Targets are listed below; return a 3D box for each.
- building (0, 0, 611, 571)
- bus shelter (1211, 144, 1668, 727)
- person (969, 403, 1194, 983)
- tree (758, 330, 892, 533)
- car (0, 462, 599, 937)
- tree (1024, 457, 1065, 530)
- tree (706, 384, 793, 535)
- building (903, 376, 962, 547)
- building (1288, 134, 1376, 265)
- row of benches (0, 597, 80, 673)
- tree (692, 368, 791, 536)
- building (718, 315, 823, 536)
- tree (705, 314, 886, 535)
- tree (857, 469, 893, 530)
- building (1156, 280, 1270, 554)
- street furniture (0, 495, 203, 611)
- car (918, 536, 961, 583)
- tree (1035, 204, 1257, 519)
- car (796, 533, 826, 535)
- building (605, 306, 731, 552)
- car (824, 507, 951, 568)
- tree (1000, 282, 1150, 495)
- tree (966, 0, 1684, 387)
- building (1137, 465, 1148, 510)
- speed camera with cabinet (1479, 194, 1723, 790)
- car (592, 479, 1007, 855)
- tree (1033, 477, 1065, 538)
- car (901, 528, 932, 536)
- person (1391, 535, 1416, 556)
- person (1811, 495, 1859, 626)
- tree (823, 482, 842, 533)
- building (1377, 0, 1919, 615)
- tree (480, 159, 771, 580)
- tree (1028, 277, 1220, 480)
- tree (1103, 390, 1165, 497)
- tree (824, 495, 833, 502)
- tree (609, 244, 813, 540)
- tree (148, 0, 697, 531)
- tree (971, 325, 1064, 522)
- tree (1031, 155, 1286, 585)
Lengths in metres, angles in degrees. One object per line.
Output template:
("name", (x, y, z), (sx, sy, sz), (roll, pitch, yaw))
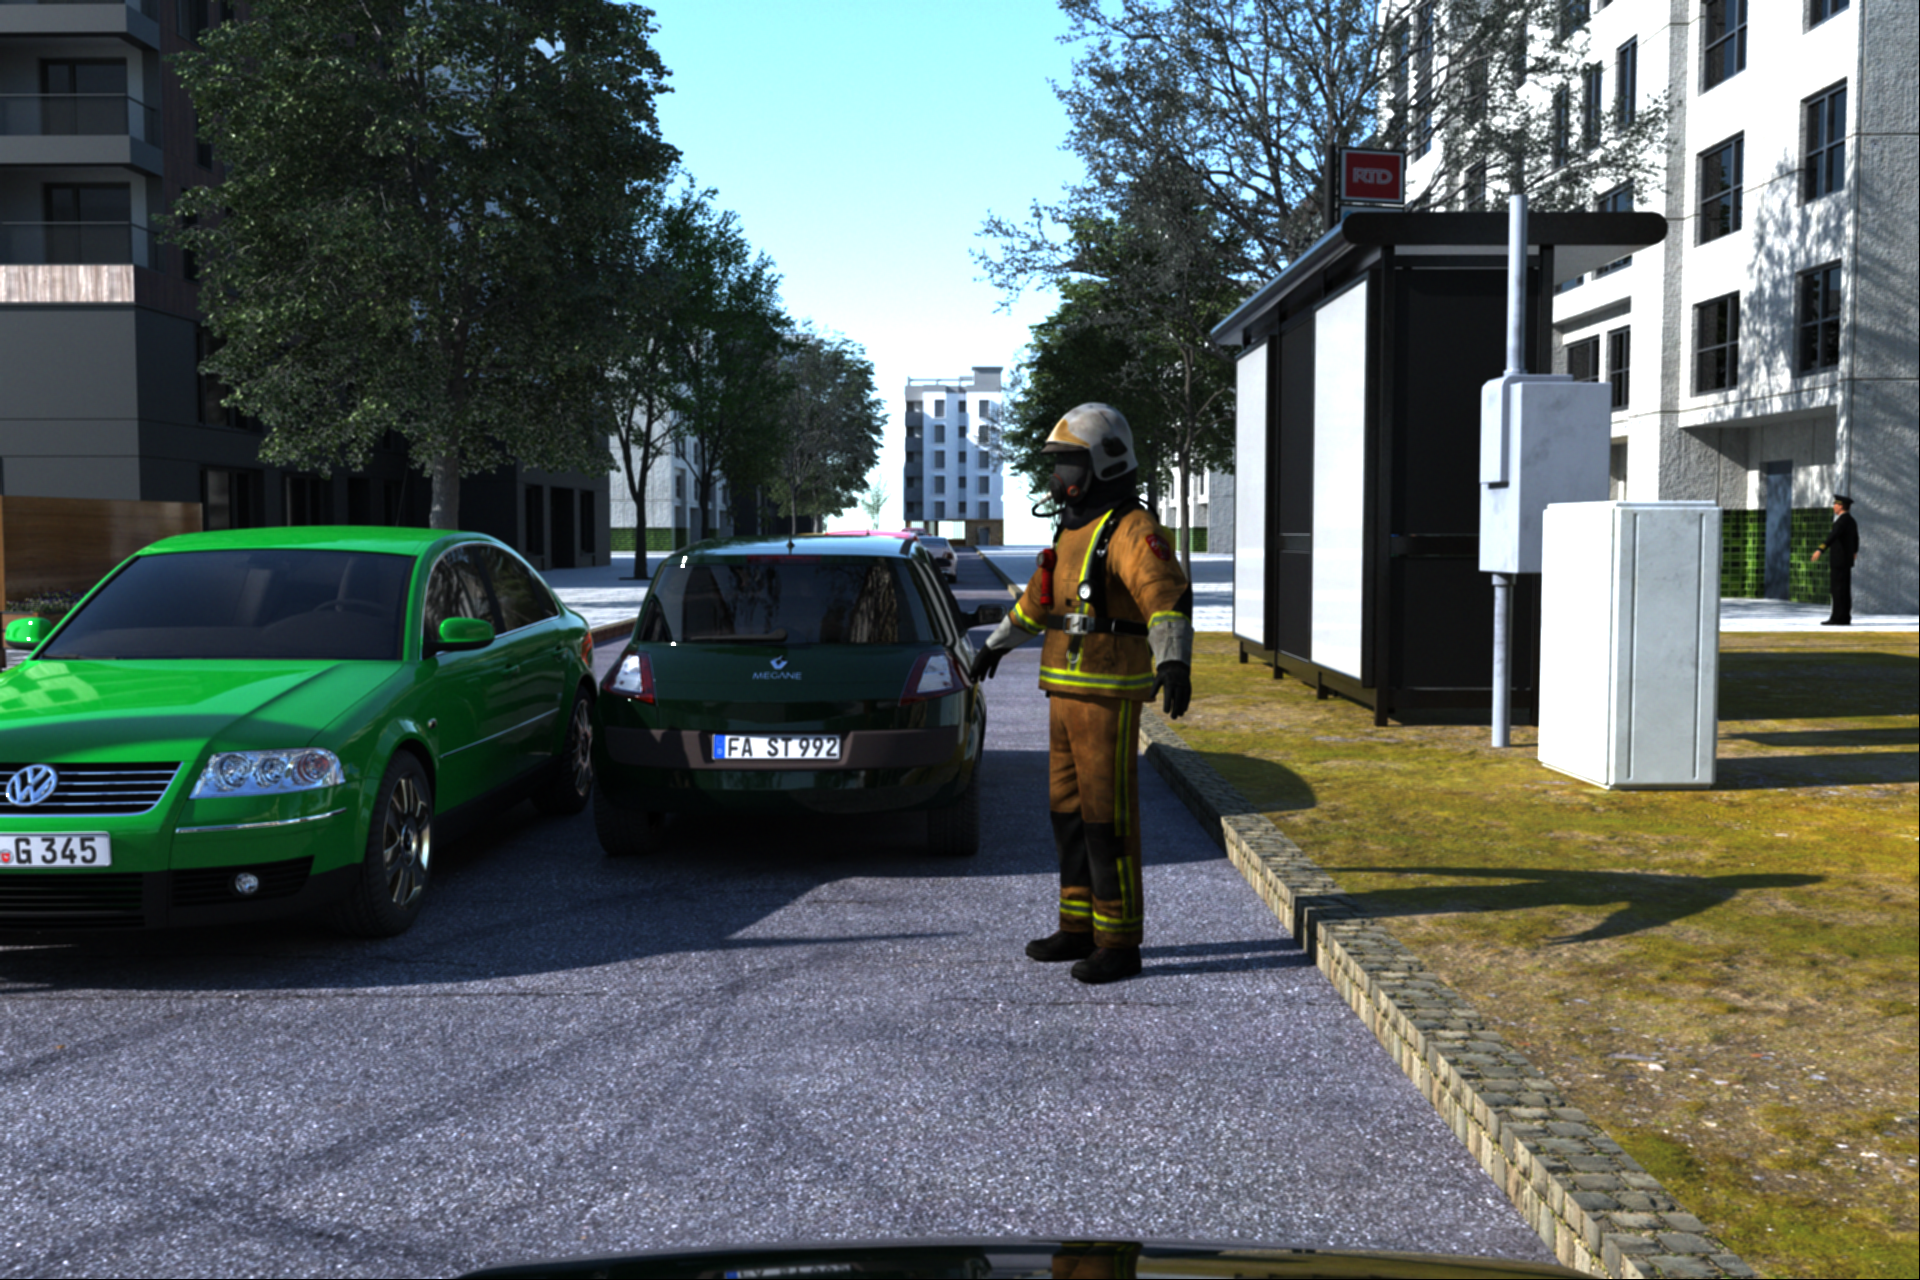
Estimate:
("building", (-28.508, -12.873, 54.457), (27.936, 21.610, 32.646), (0, 4, 1))
("bus shelter", (3.570, -2.324, 15.625), (2.179, 5.291, 8.768), (0, 3, 0))
("person", (0.419, 0.156, 5.680), (0.705, 1.858, 1.354), (-2, 4, -25))
("tree", (-9.094, -12.403, 109.438), (9.857, 13.997, 8.962), (0, 3, 0))
("car", (-2.831, 0.075, 7.567), (1.959, 1.807, 4.718), (0, 4, 1))
("tree", (11.189, -16.832, 200.963), (9.928, 11.665, 9.643), (0, 3, 0))
("tree", (-9.507, -7.941, 80.196), (4.737, 8.622, 4.395), (0, 3, 0))
("building", (-6.169, -20.810, 199.112), (11.380, 20.090, 16.016), (0, 4, -3))
("building", (25.256, -14.980, 75.858), (19.493, 23.208, 18.063), (0, 4, 0))
("row of benches", (-9.358, -0.002, 15.503), (1.422, 0.672, 4.104), (2, 4, 24))
("tree", (-9.297, -7.440, 72.008), (4.737, 8.622, 4.395), (0, 3, 0))
("building", (-29.081, -20.221, 174.583), (27.936, 21.610, 32.646), (0, 4, 0))
("tree", (-9.271, -11.418, 97.058), (12.009, 13.543, 11.850), (0, 3, 0))
("tree", (-9.093, -14.984, 195.355), (4.360, 8.622, 3.978), (0, 3, 0))
("building", (24.622, -16.071, 129.218), (16.747, 18.905, 31.486), (0, 4, 0))
("street furniture", (-11.867, -1.010, 23.373), (9.812, 1.723, 11.010), (0, 4, 3))
("car", (-1.016, -2.410, 51.771), (2.083, 1.381, 4.827), (0, 3, 0))
("tree", (6.154, -8.288, 53.632), (7.486, 12.596, 7.792), (0, 3, 0))
("car", (-2.311, -1.116, 28.465), (2.015, 1.641, 3.980), (0, 4, 0))
("building", (-29.314, -16.823, 141.510), (16.747, 18.905, 31.486), (0, 4, 0))
("car", (-1.188, -0.877, 23.380), (2.155, 1.783, 4.494), (0, 4, -1))
("tree", (5.704, -9.813, 78.573), (7.486, 12.596, 7.792), (0, 3, 0))
("tree", (5.675, -7.128, 26.912), (12.009, 13.543, 11.850), (0, 3, 0))
("building", (22.604, -14.150, 173.502), (9.099, 9.664, 28.070), (0, 3, 0))
("speed camera with cabinet", (3.476, -0.930, 9.542), (0.660, 3.252, 2.038), (0, 4, -2))
("car", (-0.745, 0.041, 9.122), (2.009, 1.686, 4.222), (0, 4, 0))
("tree", (10.726, -14.884, 193.723), (4.360, 8.622, 3.978), (0, 3, 0))
("car", (-2.816, -5.878, 104.786), (2.281, 1.827, 5.304), (0, 4, 0))
("person", (10.186, -2.097, 40.412), (1.347, 1.817, 0.704), (1, 4, 20))
("person", (12.384, -1.129, 24.395), (1.347, 1.837, 0.705), (-3, 5, -41))
("tree", (-15.403, -15.031, 196.123), (4.737, 8.622, 4.395), (0, 3, 0))
("building", (22.349, -10.775, 42.627), (16.747, 18.905, 31.486), (0, 3, 0))
("tree", (-9.093, -7.500, 48.388), (9.928, 11.665, 9.643), (0, 3, 0))
("tree", (5.964, -7.836, 62.538), (7.601, 10.594, 8.767), (1, 4, 14))
("tree", (6.457, -7.325, 70.120), (4.737, 8.622, 4.395), (0, 3, 0))
("tree", (-15.912, -15.345, 201.257), (4.360, 8.622, 3.978), (0, 3, 0))
("tree", (-9.046, -8.306, 61.560), (9.928, 11.665, 9.643), (0, 3, 0))
("tree", (-9.235, -7.606, 31.022), (9.857, 13.997, 8.962), (0, 3, 0))
("tree", (5.779, -11.393, 96.639), (12.009, 13.543, 11.850), (0, 3, 0))
("tree", (5.189, -6.567, 41.789), (7.601, 10.594, 8.767), (-1, 4, -21))
